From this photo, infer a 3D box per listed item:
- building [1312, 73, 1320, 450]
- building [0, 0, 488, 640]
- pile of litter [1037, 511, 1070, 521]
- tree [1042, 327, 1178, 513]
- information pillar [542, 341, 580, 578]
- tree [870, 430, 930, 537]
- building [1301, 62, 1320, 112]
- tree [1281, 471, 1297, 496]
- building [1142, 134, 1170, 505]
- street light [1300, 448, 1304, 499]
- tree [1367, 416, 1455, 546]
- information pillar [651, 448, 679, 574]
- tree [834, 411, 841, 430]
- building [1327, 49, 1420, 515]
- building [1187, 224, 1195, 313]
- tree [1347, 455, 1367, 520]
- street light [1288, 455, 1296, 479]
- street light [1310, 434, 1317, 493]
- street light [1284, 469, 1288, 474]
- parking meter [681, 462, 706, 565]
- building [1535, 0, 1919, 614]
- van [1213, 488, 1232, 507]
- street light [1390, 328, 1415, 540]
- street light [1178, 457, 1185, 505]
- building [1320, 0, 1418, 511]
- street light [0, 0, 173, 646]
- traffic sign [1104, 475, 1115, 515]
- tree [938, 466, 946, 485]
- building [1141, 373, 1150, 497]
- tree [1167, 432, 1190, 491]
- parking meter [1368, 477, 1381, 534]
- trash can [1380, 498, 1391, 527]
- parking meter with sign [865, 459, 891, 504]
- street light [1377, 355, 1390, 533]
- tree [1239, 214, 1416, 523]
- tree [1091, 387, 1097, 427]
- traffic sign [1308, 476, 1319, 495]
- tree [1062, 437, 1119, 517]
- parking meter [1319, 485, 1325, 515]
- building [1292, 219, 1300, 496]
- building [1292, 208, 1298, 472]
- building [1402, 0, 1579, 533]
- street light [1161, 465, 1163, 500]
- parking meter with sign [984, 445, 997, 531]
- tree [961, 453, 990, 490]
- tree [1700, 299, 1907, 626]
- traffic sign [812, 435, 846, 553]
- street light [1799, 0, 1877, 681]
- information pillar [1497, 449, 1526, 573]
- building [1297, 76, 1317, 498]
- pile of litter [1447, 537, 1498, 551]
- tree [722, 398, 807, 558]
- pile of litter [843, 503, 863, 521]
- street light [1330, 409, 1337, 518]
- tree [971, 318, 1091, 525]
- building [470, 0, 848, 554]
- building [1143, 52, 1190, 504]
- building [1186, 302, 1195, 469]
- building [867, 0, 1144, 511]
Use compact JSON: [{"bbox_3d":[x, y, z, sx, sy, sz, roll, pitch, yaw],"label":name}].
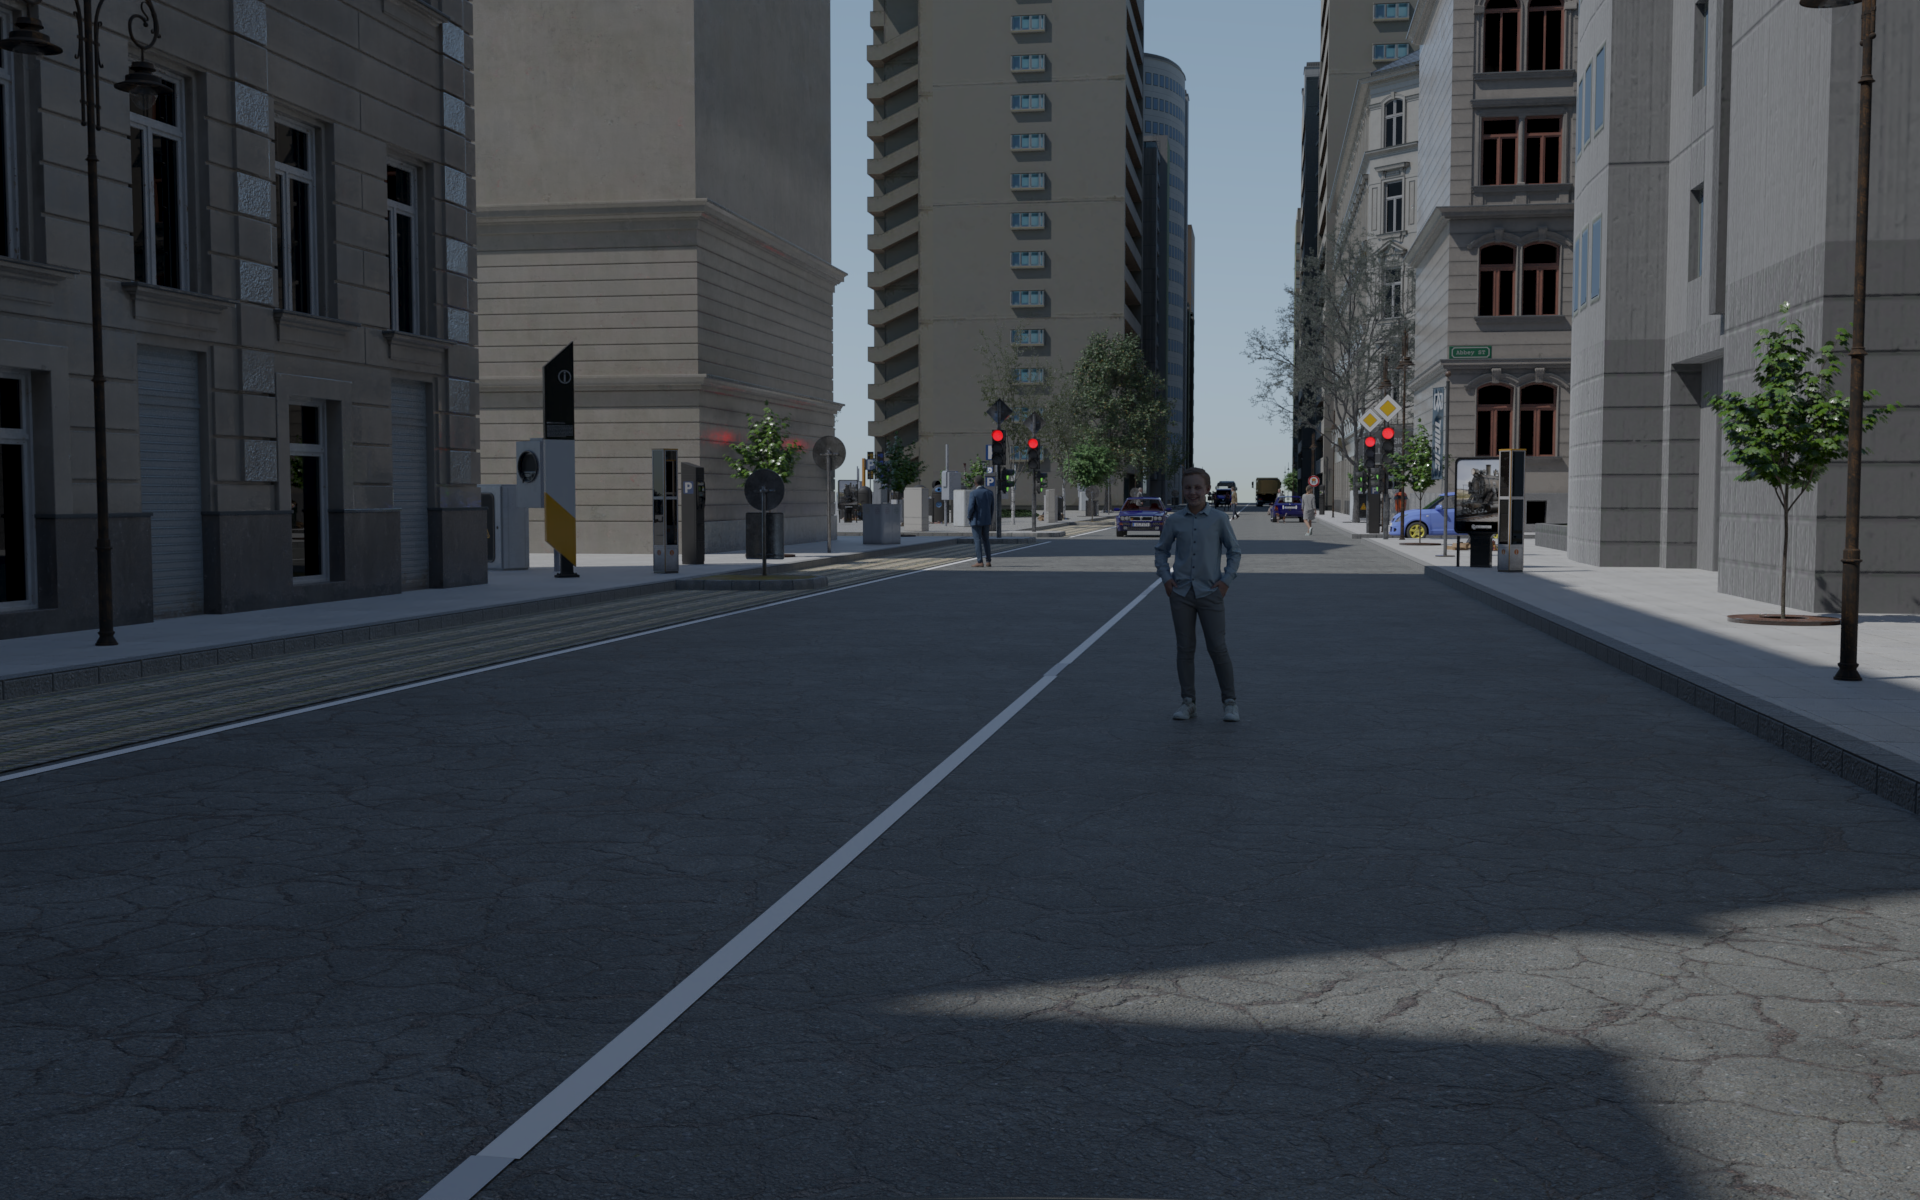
[{"bbox_3d":[45.249,-31.231,165.253,22.147,44.769,28.867,1,4,10],"label":"building"},{"bbox_3d":[-14.377,-13.195,12.998,12.463,27.353,25.104,1,4,10],"label":"building"},{"bbox_3d":[4.862,-4.578,88.811,1.719,0.858,1.176,0,4,6],"label":"pile of litter"},{"bbox_3d":[10.231,-12.331,118.614,9.611,12.733,9.660,0,3,0],"label":"tree"},{"bbox_3d":[-6.108,-2.147,26.466,0.504,3.616,0.183,-2,4,-34],"label":"information pillar"},{"bbox_3d":[-1.973,-3.527,52.261,1.663,3.219,1.824,0,3,0],"label":"tree"},{"bbox_3d":[57.037,-42.453,236.112,21.231,58.520,28.212,1,4,10],"label":"building"},{"bbox_3d":[42.162,-14.392,219.024,4.285,4.588,4.351,0,3,0],"label":"tree"},{"bbox_3d":[15.828,-31.152,192.937,14.154,41.232,14.086,1,4,10],"label":"building"},{"bbox_3d":[33.334,-12.007,169.109,0.468,5.910,1.993,1,4,10],"label":"street light"},{"bbox_3d":[11.427,-2.988,43.460,1.663,3.219,1.824,0,3,0],"label":"tree"},{"bbox_3d":[-4.761,-1.437,27.995,0.304,2.012,0.304,3,4,39],"label":"information pillar"},{"bbox_3d":[-9.129,-9.093,99.028,4.360,8.622,3.978,0,3,0],"label":"tree"},{"bbox_3d":[32.091,-20.206,106.781,17.030,29.872,44.131,1,4,10],"label":"building"},{"bbox_3d":[30.573,-38.508,279.723,14.600,45.320,14.200,1,4,10],"label":"building"},{"bbox_3d":[19.975,-5.577,85.787,1.663,3.219,1.824,0,3,0],"label":"tree"},{"bbox_3d":[41.235,-14.774,214.335,0.468,5.910,1.993,1,4,10],"label":"street light"},{"bbox_3d":[26.994,-9.783,132.740,0.468,5.910,1.993,1,4,10],"label":"street light"},{"bbox_3d":[47.513,-16.999,250.715,0.468,5.910,1.993,1,4,10],"label":"street light"},{"bbox_3d":[-4.859,-1.581,31.563,0.399,1.863,0.255,2,4,28],"label":"parking meter"},{"bbox_3d":[21.930,-29.778,28.872,21.231,58.520,28.212,1,4,10],"label":"building"},{"bbox_3d":[28.855,-11.293,189.030,2.240,2.365,5.245,1,4,12],"label":"van"},{"bbox_3d":[12.368,-4.617,48.269,0.468,5.910,1.993,1,4,10],"label":"street light"},{"bbox_3d":[27.890,-14.906,216.504,0.468,5.910,1.993,1,4,10],"label":"street light"},{"bbox_3d":[40.237,-31.605,140.443,21.300,48.544,21.600,1,4,10],"label":"building"},{"bbox_3d":[-7.241,-2.552,14.519,0.468,5.910,1.993,1,4,10],"label":"street light"},{"bbox_3d":[9.223,-6.554,107.261,0.768,2.556,0.104,1,4,16],"label":"traffic sign"},{"bbox_3d":[-1.077,-7.715,120.737,1.663,3.219,1.824,0,3,0],"label":"tree"},{"bbox_3d":[8.020,-52.440,170.068,22.319,86.520,31.000,1,4,10],"label":"building"},{"bbox_3d":[24.892,-15.470,203.293,4.737,8.622,4.395,0,3,0],"label":"tree"},{"bbox_3d":[13.395,-3.077,56.023,0.399,1.863,0.255,1,4,14],"label":"parking meter"},{"bbox_3d":[16.665,-3.471,68.407,0.748,1.137,0.748,0,3,0],"label":"trash can"},{"bbox_3d":[-3.958,-5.469,85.685,0.543,3.016,1.738,-3,4,-38],"label":"parking meter with sign"},{"bbox_3d":[14.105,-5.185,57.557,0.468,5.910,1.993,1,4,10],"label":"street light"},{"bbox_3d":[17.541,-10.188,76.939,12.009,13.543,11.850,0,3,0],"label":"tree"},{"bbox_3d":[5.298,-8.576,90.574,4.360,8.622,3.978,0,3,0],"label":"tree"},{"bbox_3d":[24.271,-7.262,118.842,0.768,2.556,0.104,1,4,19],"label":"traffic sign"},{"bbox_3d":[7.400,-7.044,98.881,4.285,4.588,4.351,0,3,0],"label":"tree"},{"bbox_3d":[22.295,-6.173,106.633,0.255,1.863,0.399,2,4,31],"label":"parking meter"},{"bbox_3d":[56.878,-35.137,258.090,14.154,41.232,14.086,1,4,10],"label":"building"},{"bbox_3d":[63.917,-39.818,274.725,21.300,48.544,21.600,1,4,10],"label":"building"},{"bbox_3d":[28.208,-16.771,61.589,23.554,28.519,14.401,1,4,10],"label":"building"},{"bbox_3d":[19.948,-12.121,170.960,0.468,5.910,1.993,1,4,10],"label":"street light"},{"bbox_3d":[1.066,-3.916,60.289,0.543,3.016,1.738,0,4,8],"label":"parking meter with sign"},{"bbox_3d":[0.756,-5.327,81.699,1.663,3.219,1.824,0,3,0],"label":"tree"},{"bbox_3d":[8.197,-1.392,17.354,1.663,3.219,1.824,0,3,0],"label":"tree"},{"bbox_3d":[-2.848,-2.294,37.619,0.768,2.556,0.104,1,4,14],"label":"traffic sign"},{"bbox_3d":[6.127,-2.384,11.773,0.468,5.910,1.993,1,4,10],"label":"street light"},{"bbox_3d":[9.040,-1.462,28.395,0.304,2.012,0.304,-1,4,-22],"label":"information pillar"},{"bbox_3d":[48.641,-34.732,191.565,21.300,48.544,21.600,1,4,10],"label":"building"},{"bbox_3d":[11.776,-1.560,39.477,1.176,0.858,1.719,0,4,-5],"label":"pile of litter"},{"bbox_3d":[-4.008,-2.483,35.204,1.663,3.219,1.824,0,3,0],"label":"tree"},{"bbox_3d":[-5.175,-4.251,83.472,1.176,0.858,1.719,2,4,27],"label":"pile of litter"},{"bbox_3d":[20.276,-7.411,93.956,0.468,5.910,1.993,1,4,10],"label":"street light"},{"bbox_3d":[2.389,-7.443,72.059,4.360,8.622,3.978,0,3,0],"label":"tree"},{"bbox_3d":[-20.998,-13.851,45.545,34.723,24.649,14.460,1,4,10],"label":"building"},{"bbox_3d":[19.183,-42.147,231.100,21.231,58.520,28.212,1,4,10],"label":"building"},{"bbox_3d":[28.641,-30.243,266.172,14.160,30.474,14.107,1,4,10],"label":"building"},{"bbox_3d":[3.954,-31.901,145.288,21.300,48.544,21.600,1,4,10],"label":"building"}]
